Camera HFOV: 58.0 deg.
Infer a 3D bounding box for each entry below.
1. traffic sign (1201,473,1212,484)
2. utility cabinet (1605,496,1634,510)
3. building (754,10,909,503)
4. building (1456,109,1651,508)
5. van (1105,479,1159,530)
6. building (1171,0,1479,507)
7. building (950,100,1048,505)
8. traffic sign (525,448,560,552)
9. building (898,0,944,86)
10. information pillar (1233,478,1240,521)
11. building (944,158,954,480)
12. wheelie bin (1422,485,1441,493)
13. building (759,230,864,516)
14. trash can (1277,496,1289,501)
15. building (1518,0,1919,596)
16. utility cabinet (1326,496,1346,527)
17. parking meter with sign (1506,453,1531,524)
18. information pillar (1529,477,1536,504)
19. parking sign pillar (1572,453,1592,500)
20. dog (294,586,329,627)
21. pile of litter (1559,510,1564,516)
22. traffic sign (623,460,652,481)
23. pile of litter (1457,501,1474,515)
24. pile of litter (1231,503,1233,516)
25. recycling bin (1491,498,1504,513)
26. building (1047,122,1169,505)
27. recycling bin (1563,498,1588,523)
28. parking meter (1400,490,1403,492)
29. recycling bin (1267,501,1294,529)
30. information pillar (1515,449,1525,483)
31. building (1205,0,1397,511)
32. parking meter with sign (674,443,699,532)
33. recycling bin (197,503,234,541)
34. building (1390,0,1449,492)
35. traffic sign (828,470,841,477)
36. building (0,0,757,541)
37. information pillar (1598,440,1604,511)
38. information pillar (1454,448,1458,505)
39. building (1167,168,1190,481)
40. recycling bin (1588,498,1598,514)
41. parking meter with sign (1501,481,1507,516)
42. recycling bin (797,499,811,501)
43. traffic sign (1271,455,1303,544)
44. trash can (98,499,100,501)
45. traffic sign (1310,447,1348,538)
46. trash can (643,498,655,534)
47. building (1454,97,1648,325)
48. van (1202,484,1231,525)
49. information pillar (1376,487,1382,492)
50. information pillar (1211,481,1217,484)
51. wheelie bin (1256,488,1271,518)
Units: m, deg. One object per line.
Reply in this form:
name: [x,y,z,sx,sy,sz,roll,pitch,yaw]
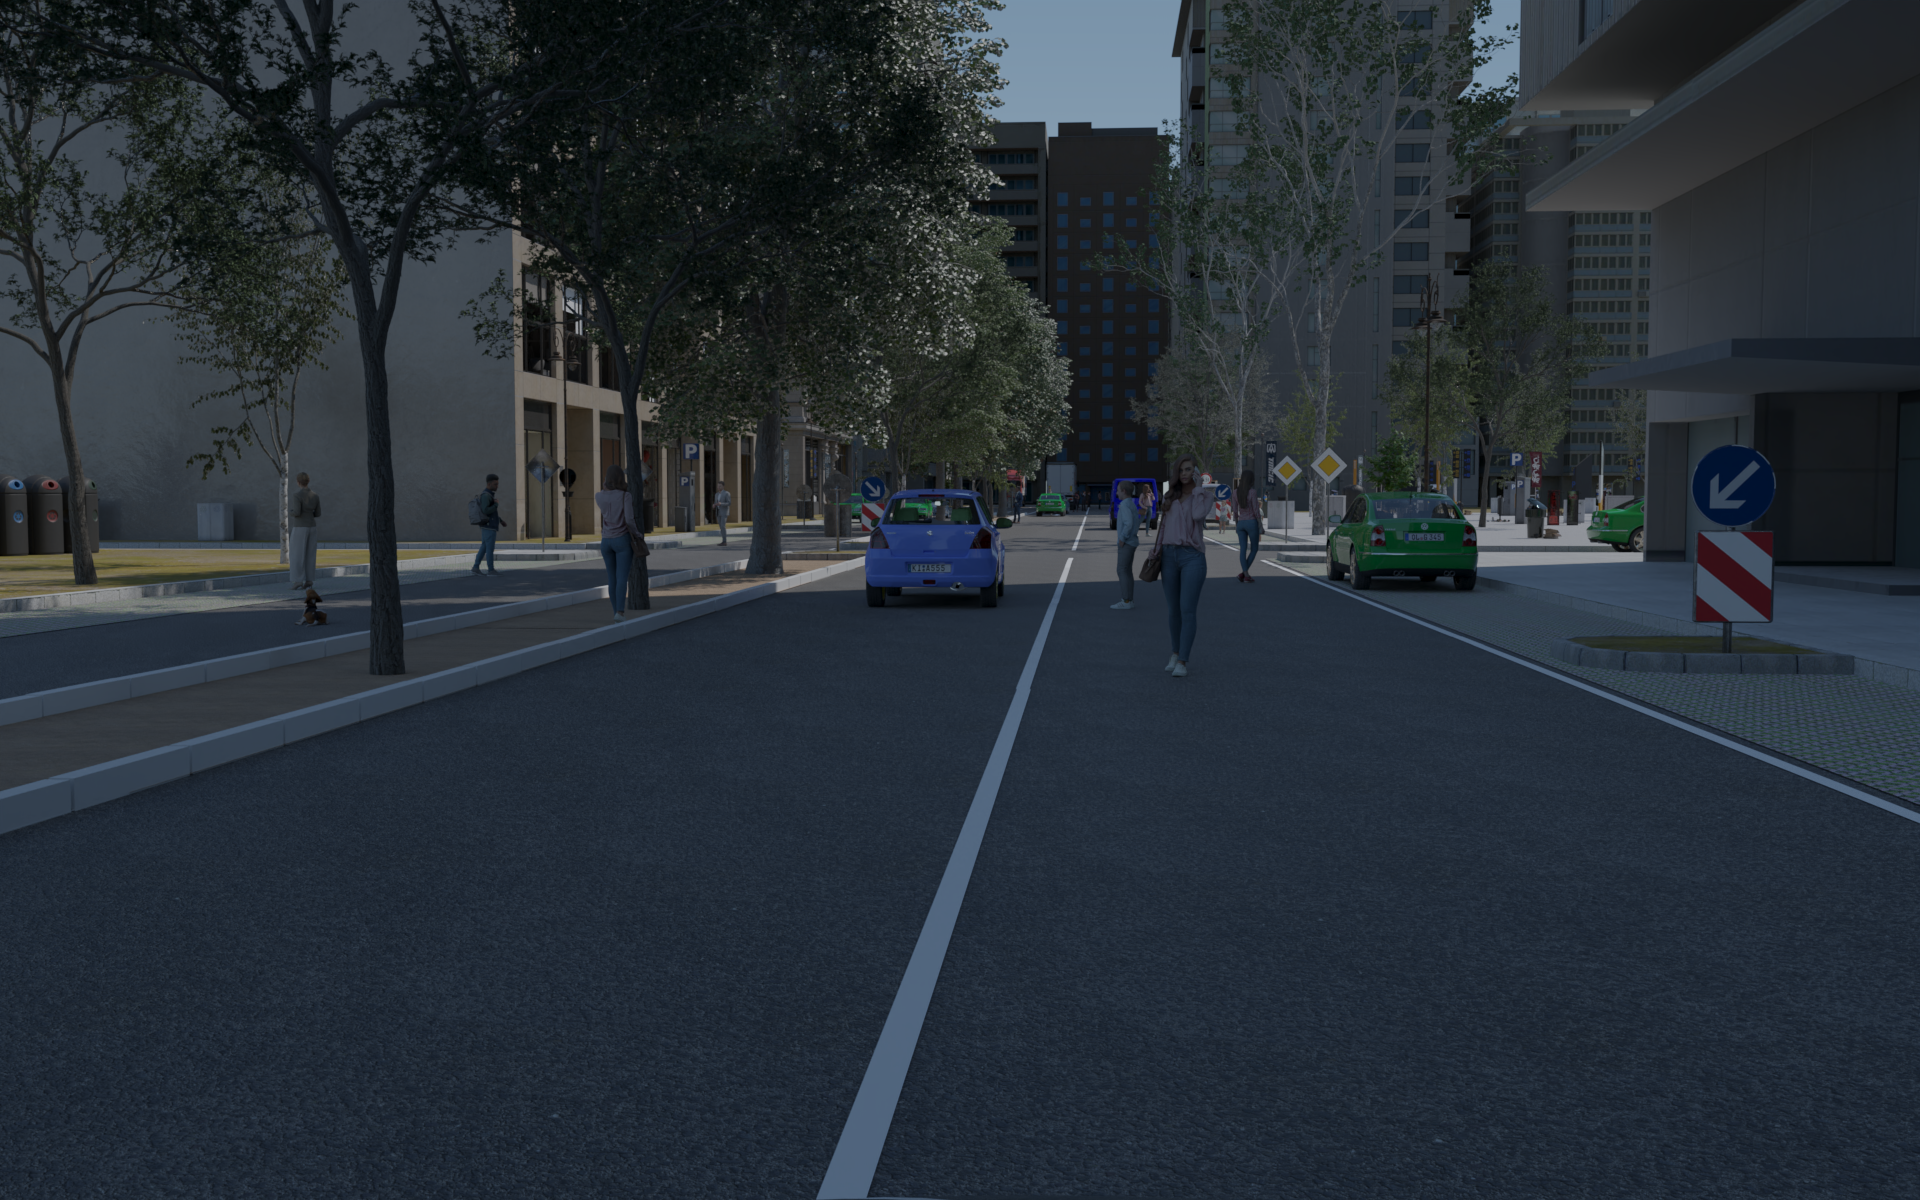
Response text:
traffic sign: [14.733,-6.353,103.977,0.768,2.556,0.104,1,4,8]
utility cabinet: [25.484,-3.413,66.963,1.020,1.237,0.306,0,4,1]
building: [-16.193,-31.628,136.733,23.786,49.044,30.456,0,4,4]
building: [63.046,-29.512,174.410,23.993,40.220,32.217,0,4,4]
van: [7.105,-4.080,71.087,2.240,2.365,5.245,0,4,4]
building: [36.725,-36.061,178.833,28.713,52.752,27.495,0,4,4]
building: [0.419,-36.243,216.274,21.600,48.544,21.300,0,4,4]
traffic sign: [-9.203,-2.114,38.211,0.795,2.450,0.064,0,4,4]
building: [-13.038,-32.958,162.572,21.300,48.544,21.600,0,4,4]
information pillar: [13.041,-4.706,81.430,0.304,2.012,0.304,3,5,44]
building: [-7.751,-30.938,189.428,14.086,41.232,14.154,0,4,4]
wheelie bin: [16.520,-3.247,60.992,0.693,1.594,0.980,0,4,-4]
building: [-13.307,-15.313,101.271,10.553,20.767,40.483,0,4,4]
trash can: [20.512,-6.017,110.039,0.748,1.137,0.748,0,3,0]
building: [23.111,-26.246,18.354,28.713,52.752,27.495,0,4,4]
utility cabinet: [14.374,-3.412,66.947,1.020,1.237,0.306,3,4,36]
parking meter with sign: [24.018,-4.744,73.822,0.543,3.016,1.738,3,4,39]
information pillar: [25.059,-4.374,76.000,0.304,2.012,0.304,0,4,-6]
parking sign pillar: [41.254,-7.734,114.925,1.447,3.967,1.447,-1,4,-20]
dog: [-7.202,0.068,19.079,0.550,0.427,0.748,1,4,10]
pile of litter: [35.668,-5.391,102.113,1.719,0.858,1.176,0,4,7]
traffic sign: [-8.587,-2.601,46.172,0.795,2.450,0.064,0,4,4]
pile of litter: [30.708,-5.601,105.541,1.719,0.858,1.176,-2,4,-31]
pile of litter: [16.252,-5.453,103.127,1.719,0.858,1.176,-3,5,-41]
recycling bin: [36.151,-6.346,116.311,0.722,1.027,0.722,-3,5,-41]
building: [17.995,-34.336,211.500,14.200,45.320,14.600,0,4,4]
recycling bin: [27.479,-3.972,77.491,0.722,1.027,0.722,0,4,-1]
parking meter: [28.137,-6.263,110.818,0.372,1.533,0.369,0,3,0]
recycling bin: [11.795,-3.126,63.659,0.722,1.027,0.722,-3,5,-41]
information pillar: [29.196,-6.051,90.293,0.504,3.616,0.183,-1,4,-11]
building: [26.366,-27.782,137.837,14.154,41.232,14.086,0,4,4]
parking meter with sign: [-9.304,-3.827,58.825,0.543,3.016,1.738,0,4,4]
recycling bin: [-20.377,-2.132,47.417,0.722,1.027,0.722,0,4,-2]
building: [30.944,-43.787,154.169,20.563,71.187,20.611,0,4,4]
traffic sign: [-6.691,-5.680,92.967,0.768,2.556,0.104,0,4,5]
building: [-20.394,-15.888,64.286,19.350,26.468,34.151,0,4,4]
information pillar: [27.945,-5.147,75.515,0.183,3.616,0.504,2,4,30]
information pillar: [25.394,-5.957,88.752,0.183,3.616,0.504,0,4,8]
building: [32.321,-32.185,209.815,14.086,41.232,14.154,0,4,4]
recycling bin: [41.410,-6.166,113.360,0.722,1.027,0.722,-2,4,-34]
parking meter with sign: [32.333,-6.455,101.804,0.543,3.016,1.738,-1,4,-19]
recycling bin: [-8.088,-4.780,90.714,0.722,1.027,0.722,-1,4,-20]
traffic sign: [8.455,-2.520,44.840,0.795,2.450,0.064,0,4,4]
trash can: [-24.106,-2.208,47.748,0.748,1.137,0.748,0,3,0]
traffic sign: [7.839,-2.033,36.879,0.795,2.450,0.064,0,4,4]
trash can: [-10.248,-2.724,56.186,0.748,1.137,0.748,0,3,0]
building: [69.049,-36.202,211.512,30.456,49.044,23.786,0,4,4]
van: [10.407,-4.023,72.790,2.013,2.044,4.112,0,4,5]
information pillar: [24.416,-5.901,100.970,0.304,2.012,0.304,1,4,11]
information pillar: [14.066,-5.597,95.999,0.304,2.012,0.304,2,4,26]
wheelie bin: [16.017,-5.128,91.758,0.693,1.594,0.980,-2,4,-33]
